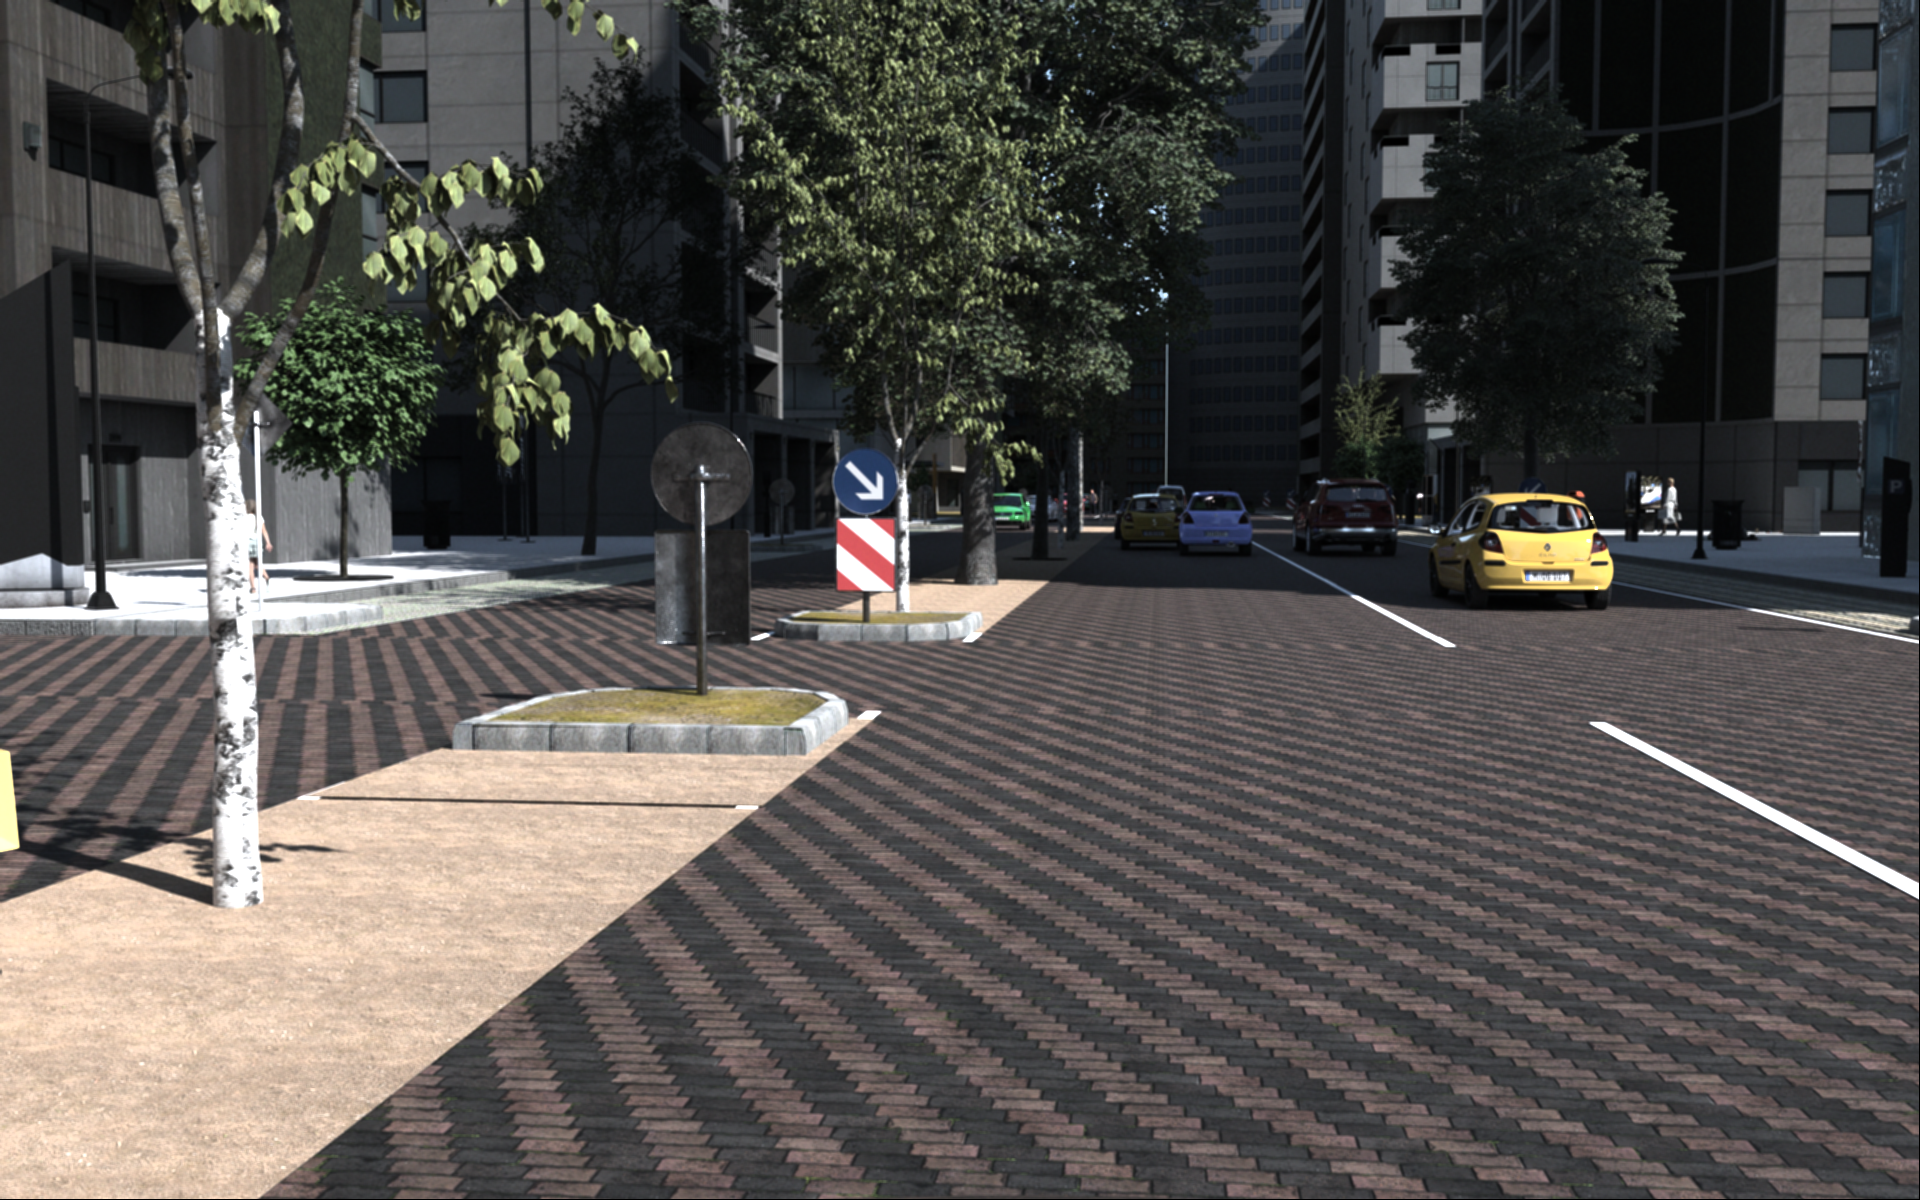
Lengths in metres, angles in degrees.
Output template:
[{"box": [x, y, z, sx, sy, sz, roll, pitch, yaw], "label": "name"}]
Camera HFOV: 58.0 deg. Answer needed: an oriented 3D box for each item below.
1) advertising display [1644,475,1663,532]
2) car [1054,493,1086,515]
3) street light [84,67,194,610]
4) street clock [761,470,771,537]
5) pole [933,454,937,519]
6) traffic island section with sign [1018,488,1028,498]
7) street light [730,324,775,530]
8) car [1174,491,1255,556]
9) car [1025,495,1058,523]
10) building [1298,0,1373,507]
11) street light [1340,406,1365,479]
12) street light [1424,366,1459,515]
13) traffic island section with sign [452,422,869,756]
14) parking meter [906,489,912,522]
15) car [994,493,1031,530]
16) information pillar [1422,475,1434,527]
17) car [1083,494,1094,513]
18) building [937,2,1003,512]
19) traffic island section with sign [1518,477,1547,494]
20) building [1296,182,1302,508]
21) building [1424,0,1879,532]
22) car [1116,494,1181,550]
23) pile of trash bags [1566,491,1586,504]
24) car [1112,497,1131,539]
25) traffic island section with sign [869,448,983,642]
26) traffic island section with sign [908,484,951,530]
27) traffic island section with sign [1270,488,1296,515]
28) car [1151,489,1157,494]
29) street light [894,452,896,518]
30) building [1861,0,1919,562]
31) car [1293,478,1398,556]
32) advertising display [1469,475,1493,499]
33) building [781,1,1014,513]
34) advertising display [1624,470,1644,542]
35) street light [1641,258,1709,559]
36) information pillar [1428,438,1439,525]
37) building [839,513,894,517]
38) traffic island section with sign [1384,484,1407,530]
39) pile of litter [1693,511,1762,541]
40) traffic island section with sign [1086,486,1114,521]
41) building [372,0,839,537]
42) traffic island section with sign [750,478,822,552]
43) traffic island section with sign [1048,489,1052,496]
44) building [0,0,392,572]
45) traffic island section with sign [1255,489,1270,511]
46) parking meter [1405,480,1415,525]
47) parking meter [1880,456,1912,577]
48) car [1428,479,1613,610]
[{"box": [23.235, -3.251, 58.367, 0.974, 1.923, 0.123, -1, 4, -20], "label": "advertising display"}, {"box": [7.326, -6.495, 115.234, 2.155, 1.783, 4.494, 0, 4, 5], "label": "car"}, {"box": [-9.031, -2.845, 19.055, 1.470, 5.913, 1.316, 0, 4, 7], "label": "street light"}, {"box": [-5.720, -2.861, 51.352, 0.358, 2.002, 0.471, 0, 4, -8], "label": "street clock"}, {"box": [-1.281, -5.726, 87.463, 0.158, 3.312, 0.155, 0, 3, 0], "label": "pole"}, {"box": [4.426, -6.842, 120.494, 1.989, 1.847, 2.006, 0, 4, 7], "label": "traffic island section with sign"}, {"box": [-5.752, -4.589, 47.566, 1.470, 5.913, 1.316, 0, 4, 7], "label": "street light"}, {"box": [6.096, -1.950, 41.482, 1.945, 1.707, 3.694, 0, 4, 7], "label": "car"}, {"box": [3.989, -4.680, 88.887, 2.083, 1.381, 4.827, 1, 4, 9], "label": "car"}, {"box": [39.082, -31.520, 139.056, 21.300, 48.544, 21.600, 0, 4, 7], "label": "building"}, {"box": [20.710, -7.257, 91.196, 1.470, 5.913, 1.316, 0, 4, 7], "label": "street light"}, {"box": [17.431, -5.513, 62.685, 1.470, 5.913, 1.316, 0, 4, 7], "label": "street light"}, {"box": [-1.722, -0.142, 10.453, 2.006, 1.907, 1.989, 0, 4, 7], "label": "traffic island section with sign"}, {"box": [-2.401, -4.358, 79.667, 0.372, 1.533, 0.369, 0, 3, 0], "label": "parking meter"}, {"box": [1.877, -3.734, 69.855, 1.959, 1.807, 4.718, 0, 4, 6], "label": "car"}, {"box": [18.189, -3.844, 67.338, 0.304, 2.012, 0.304, -1, 4, -13], "label": "information pillar"}, {"box": [9.194, -7.412, 129.987, 1.959, 1.807, 4.718, 0, 4, 7], "label": "car"}, {"box": [-4.394, -27.245, 129.057, 14.154, 41.232, 14.086, 0, 4, 7], "label": "building"}, {"box": [13.562, -2.034, 41.882, 1.989, 1.847, 2.006, 0, 4, 7], "label": "traffic island section with sign"}, {"box": [37.774, -23.608, 157.698, 14.160, 30.474, 14.107, 0, 4, 7], "label": "building"}, {"box": [30.318, -38.409, 66.242, 20.563, 71.187, 20.611, 0, 4, 7], "label": "building"}, {"box": [5.112, -2.172, 45.729, 2.015, 1.641, 3.980, 0, 4, 6], "label": "car"}, {"box": [18.608, -2.809, 55.677, 1.912, 1.369, 3.447, -2, 4, -32], "label": "pile of trash bags"}, {"box": [5.923, -2.688, 56.527, 1.945, 1.354, 3.894, 0, 4, 6], "label": "car"}, {"box": [-0.860, -0.592, 17.810, 2.006, 1.907, 1.989, 0, 4, 7], "label": "traffic island section with sign"}, {"box": [-1.405, -3.761, 70.122, 1.989, 1.847, 2.006, 0, 4, 7], "label": "traffic island section with sign"}, {"box": [22.360, -6.684, 117.905, 1.989, 1.847, 2.006, 0, 4, 7], "label": "traffic island section with sign"}, {"box": [16.273, -8.051, 140.309, 2.281, 1.827, 5.304, 0, 4, 6], "label": "car"}, {"box": [-2.351, -6.381, 76.877, 1.470, 5.913, 1.316, 0, 4, 7], "label": "street light"}, {"box": [30.045, -24.661, 22.824, 30.456, 49.044, 23.786, 0, 4, 7], "label": "building"}, {"box": [9.264, -2.031, 41.883, 2.281, 1.827, 5.304, 0, 4, 5], "label": "car"}, {"box": [18.112, -3.363, 60.200, 0.123, 1.923, 0.974, -2, 4, -30], "label": "advertising display"}, {"box": [-9.128, -34.608, 155.085, 27.495, 52.752, 28.713, 0, 4, 7], "label": "building"}, {"box": [18.140, -2.540, 46.738, 0.123, 1.923, 0.974, 0, 4, 3], "label": "advertising display"}, {"box": [14.106, -3.770, 34.180, 1.470, 5.913, 1.316, 0, 4, 7], "label": "street light"}, {"box": [19.899, -4.985, 72.854, 0.183, 3.616, 0.504, -2, 4, -35], "label": "information pillar"}, {"box": [-14.345, -31.763, 108.564, 28.713, 52.752, 27.495, 0, 4, 7], "label": "building"}, {"box": [16.700, -3.694, 69.033, 1.989, 1.847, 2.006, 0, 4, 7], "label": "traffic island section with sign"}, {"box": [21.364, -2.094, 48.209, 1.176, 0.858, 1.719, -2, 4, -35], "label": "pile of litter"}, {"box": [7.777, -5.157, 92.453, 2.006, 1.907, 1.989, 0, 4, 7], "label": "traffic island section with sign"}, {"box": [-15.305, -38.103, 61.242, 20.563, 71.187, 20.611, 0, 4, 7], "label": "building"}, {"box": [-4.512, -2.123, 43.346, 1.989, 1.847, 2.006, 0, 4, 7], "label": "traffic island section with sign"}, {"box": [7.632, -8.534, 148.151, 1.989, 1.847, 2.006, 0, 4, 7], "label": "traffic island section with sign"}, {"box": [-19.696, -15.766, 29.472, 14.160, 30.474, 14.107, 0, 4, 7], "label": "building"}, {"box": [25.511, -8.342, 145.023, 1.989, 1.847, 2.006, 0, 4, 7], "label": "traffic island section with sign"}, {"box": [18.752, -4.063, 72.134, 0.255, 1.863, 0.399, -1, 4, -14], "label": "parking meter"}, {"box": [14.479, -1.288, 26.777, 0.399, 1.863, 0.255, 2, 4, 31], "label": "parking meter"}, {"box": [7.323, -0.777, 22.934, 2.015, 1.641, 3.980, 0, 4, 6], "label": "car"}]
